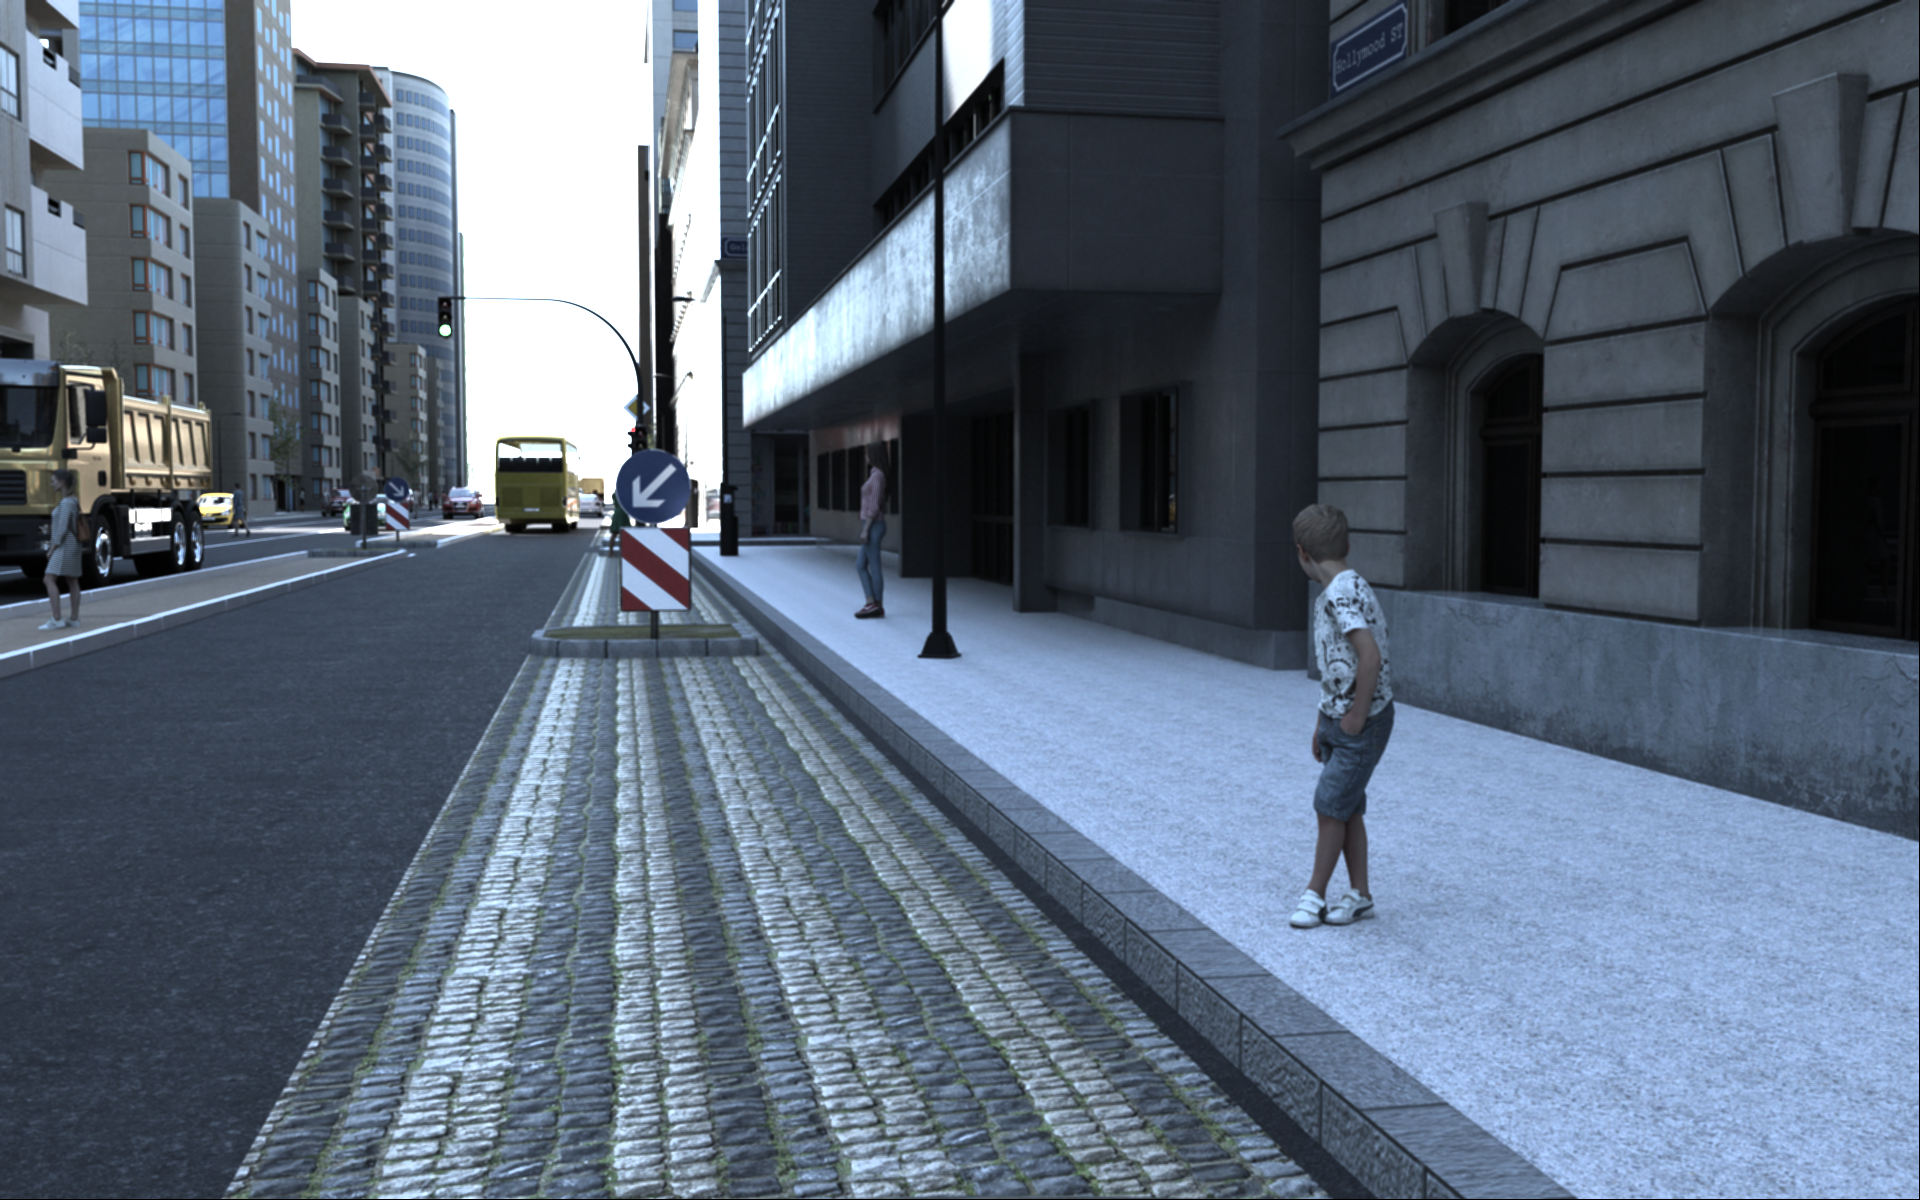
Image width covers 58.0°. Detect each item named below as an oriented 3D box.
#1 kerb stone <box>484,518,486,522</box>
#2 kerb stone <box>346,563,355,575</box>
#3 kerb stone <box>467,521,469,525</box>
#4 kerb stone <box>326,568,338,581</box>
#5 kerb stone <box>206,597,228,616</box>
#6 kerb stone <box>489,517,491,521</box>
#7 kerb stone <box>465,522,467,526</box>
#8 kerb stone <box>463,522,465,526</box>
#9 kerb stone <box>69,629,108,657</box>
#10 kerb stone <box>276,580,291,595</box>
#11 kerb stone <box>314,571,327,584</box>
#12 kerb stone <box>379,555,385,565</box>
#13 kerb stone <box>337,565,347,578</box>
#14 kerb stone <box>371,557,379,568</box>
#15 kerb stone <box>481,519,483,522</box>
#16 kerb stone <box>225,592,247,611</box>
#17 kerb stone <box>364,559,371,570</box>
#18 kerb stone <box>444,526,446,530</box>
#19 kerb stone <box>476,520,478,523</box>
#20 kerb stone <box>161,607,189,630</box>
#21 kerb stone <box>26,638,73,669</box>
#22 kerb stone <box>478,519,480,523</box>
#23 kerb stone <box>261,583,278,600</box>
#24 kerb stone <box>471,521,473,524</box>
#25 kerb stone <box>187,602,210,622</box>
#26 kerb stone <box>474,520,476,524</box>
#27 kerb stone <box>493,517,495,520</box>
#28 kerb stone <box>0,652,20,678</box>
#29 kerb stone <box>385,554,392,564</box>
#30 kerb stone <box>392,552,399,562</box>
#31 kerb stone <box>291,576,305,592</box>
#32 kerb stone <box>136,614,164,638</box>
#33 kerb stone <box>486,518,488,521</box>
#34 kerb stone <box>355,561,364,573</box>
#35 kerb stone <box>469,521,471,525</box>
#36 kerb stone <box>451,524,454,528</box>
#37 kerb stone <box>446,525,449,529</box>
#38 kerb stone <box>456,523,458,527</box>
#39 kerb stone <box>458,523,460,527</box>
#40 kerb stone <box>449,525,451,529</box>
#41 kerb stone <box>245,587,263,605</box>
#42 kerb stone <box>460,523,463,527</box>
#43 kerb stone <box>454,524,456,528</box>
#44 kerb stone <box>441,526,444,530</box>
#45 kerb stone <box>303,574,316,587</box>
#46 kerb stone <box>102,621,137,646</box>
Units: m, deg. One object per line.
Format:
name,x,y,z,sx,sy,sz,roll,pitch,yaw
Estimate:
kerb stone,-24.363,-4.039,88.228,0.120,0.150,1.000,-1,4,-11
kerb stone,-10.916,-0.523,30.745,0.120,0.150,1.000,-1,4,-11
kerb stone,-22.385,-3.423,78.169,0.120,0.150,1.000,-1,4,-11
kerb stone,-10.514,-0.398,28.739,0.120,0.150,1.000,-1,4,-11
kerb stone,-8.949,0.095,20.692,0.120,0.150,1.000,-1,4,-11
kerb stone,-24.958,-4.223,91.238,0.120,0.150,1.000,-1,4,-11
kerb stone,-22.192,-3.362,77.165,0.120,0.150,1.000,-1,4,-11
kerb stone,-22.001,-3.300,76.153,0.120,0.150,1.000,-1,4,-11
kerb stone,-7.948,0.401,15.672,0.120,0.150,1.000,-1,4,-11
kerb stone,-9.739,-0.154,24.711,0.120,0.150,1.000,-1,4,-11
kerb stone,-10.326,-0.339,27.734,0.120,0.150,1.000,-1,4,-11
kerb stone,-11.715,-0.767,34.767,0.120,0.150,1.000,-1,4,-11
kerb stone,-10.709,-0.462,29.742,0.120,0.150,1.000,-1,4,-11
kerb stone,-11.508,-0.708,33.765,0.120,0.150,1.000,-1,4,-11
kerb stone,-23.967,-3.915,86.210,0.120,0.150,1.000,-1,4,-11
kerb stone,-9.138,0.031,21.696,0.120,0.150,1.000,-1,4,-11
kerb stone,-11.315,-0.646,32.761,0.120,0.150,1.000,-1,4,-11
kerb stone,-20.413,-2.808,68.109,0.120,0.150,1.000,-1,4,-11
kerb stone,-23.377,-3.731,83.195,0.120,0.150,1.000,-1,4,-11
kerb stone,-8.539,0.214,18.689,0.120,0.150,1.000,-1,4,-11
kerb stone,-7.754,0.460,14.668,0.120,0.150,1.000,-1,4,-11
kerb stone,-23.574,-3.792,84.201,0.120,0.150,1.000,-1,4,-11
kerb stone,-9.531,-0.093,23.710,0.120,0.150,1.000,-1,4,-11
kerb stone,-22.780,-3.546,80.174,0.120,0.150,1.000,-1,4,-11
kerb stone,-8.739,0.153,19.691,0.120,0.150,1.000,-1,4,-11
kerb stone,-23.180,-3.660,82.189,0.120,0.150,1.000,-1,4,-11
kerb stone,-25.554,-4.406,94.252,0.120,0.150,1.000,-1,4,-11
kerb stone,-7.558,0.523,13.652,0.120,0.150,1.000,-1,4,-11
kerb stone,-11.907,-0.830,35.774,0.120,0.150,1.000,-1,4,-11
kerb stone,-12.099,-0.892,36.778,0.120,0.150,1.000,-1,4,-11
kerb stone,-9.925,-0.215,25.716,0.120,0.150,1.000,-1,4,-11
kerb stone,-8.346,0.283,17.685,0.120,0.150,1.000,-1,4,-11
kerb stone,-24.563,-4.100,89.230,0.120,0.150,1.000,-1,4,-11
kerb stone,-11.118,-0.584,31.755,0.120,0.150,1.000,-1,4,-11
kerb stone,-22.583,-3.485,79.171,0.120,0.150,1.000,-1,4,-11
kerb stone,-21.010,-2.993,71.131,0.120,0.150,1.000,-1,4,-11
kerb stone,-20.611,-2.868,69.112,0.120,0.150,1.000,-1,4,-11
kerb stone,-21.399,-3.116,73.146,0.120,0.150,1.000,-1,4,-11
kerb stone,-21.602,-3.177,74.148,0.120,0.150,1.000,-1,4,-11
kerb stone,-20.808,-2.932,70.126,0.120,0.150,1.000,-1,4,-11
kerb stone,-9.332,-0.030,22.700,0.120,0.150,1.000,-1,4,-11
kerb stone,-21.795,-3.237,75.152,0.120,0.150,1.000,-1,4,-11
kerb stone,-21.200,-3.051,72.136,0.120,0.150,1.000,-1,4,-11
kerb stone,-20.215,-2.747,67.106,0.120,0.150,1.000,-1,4,-11
kerb stone,-10.133,-0.276,26.723,0.120,0.150,1.000,-1,4,-11
kerb stone,-8.152,0.337,16.678,0.120,0.150,1.000,-1,4,-11
